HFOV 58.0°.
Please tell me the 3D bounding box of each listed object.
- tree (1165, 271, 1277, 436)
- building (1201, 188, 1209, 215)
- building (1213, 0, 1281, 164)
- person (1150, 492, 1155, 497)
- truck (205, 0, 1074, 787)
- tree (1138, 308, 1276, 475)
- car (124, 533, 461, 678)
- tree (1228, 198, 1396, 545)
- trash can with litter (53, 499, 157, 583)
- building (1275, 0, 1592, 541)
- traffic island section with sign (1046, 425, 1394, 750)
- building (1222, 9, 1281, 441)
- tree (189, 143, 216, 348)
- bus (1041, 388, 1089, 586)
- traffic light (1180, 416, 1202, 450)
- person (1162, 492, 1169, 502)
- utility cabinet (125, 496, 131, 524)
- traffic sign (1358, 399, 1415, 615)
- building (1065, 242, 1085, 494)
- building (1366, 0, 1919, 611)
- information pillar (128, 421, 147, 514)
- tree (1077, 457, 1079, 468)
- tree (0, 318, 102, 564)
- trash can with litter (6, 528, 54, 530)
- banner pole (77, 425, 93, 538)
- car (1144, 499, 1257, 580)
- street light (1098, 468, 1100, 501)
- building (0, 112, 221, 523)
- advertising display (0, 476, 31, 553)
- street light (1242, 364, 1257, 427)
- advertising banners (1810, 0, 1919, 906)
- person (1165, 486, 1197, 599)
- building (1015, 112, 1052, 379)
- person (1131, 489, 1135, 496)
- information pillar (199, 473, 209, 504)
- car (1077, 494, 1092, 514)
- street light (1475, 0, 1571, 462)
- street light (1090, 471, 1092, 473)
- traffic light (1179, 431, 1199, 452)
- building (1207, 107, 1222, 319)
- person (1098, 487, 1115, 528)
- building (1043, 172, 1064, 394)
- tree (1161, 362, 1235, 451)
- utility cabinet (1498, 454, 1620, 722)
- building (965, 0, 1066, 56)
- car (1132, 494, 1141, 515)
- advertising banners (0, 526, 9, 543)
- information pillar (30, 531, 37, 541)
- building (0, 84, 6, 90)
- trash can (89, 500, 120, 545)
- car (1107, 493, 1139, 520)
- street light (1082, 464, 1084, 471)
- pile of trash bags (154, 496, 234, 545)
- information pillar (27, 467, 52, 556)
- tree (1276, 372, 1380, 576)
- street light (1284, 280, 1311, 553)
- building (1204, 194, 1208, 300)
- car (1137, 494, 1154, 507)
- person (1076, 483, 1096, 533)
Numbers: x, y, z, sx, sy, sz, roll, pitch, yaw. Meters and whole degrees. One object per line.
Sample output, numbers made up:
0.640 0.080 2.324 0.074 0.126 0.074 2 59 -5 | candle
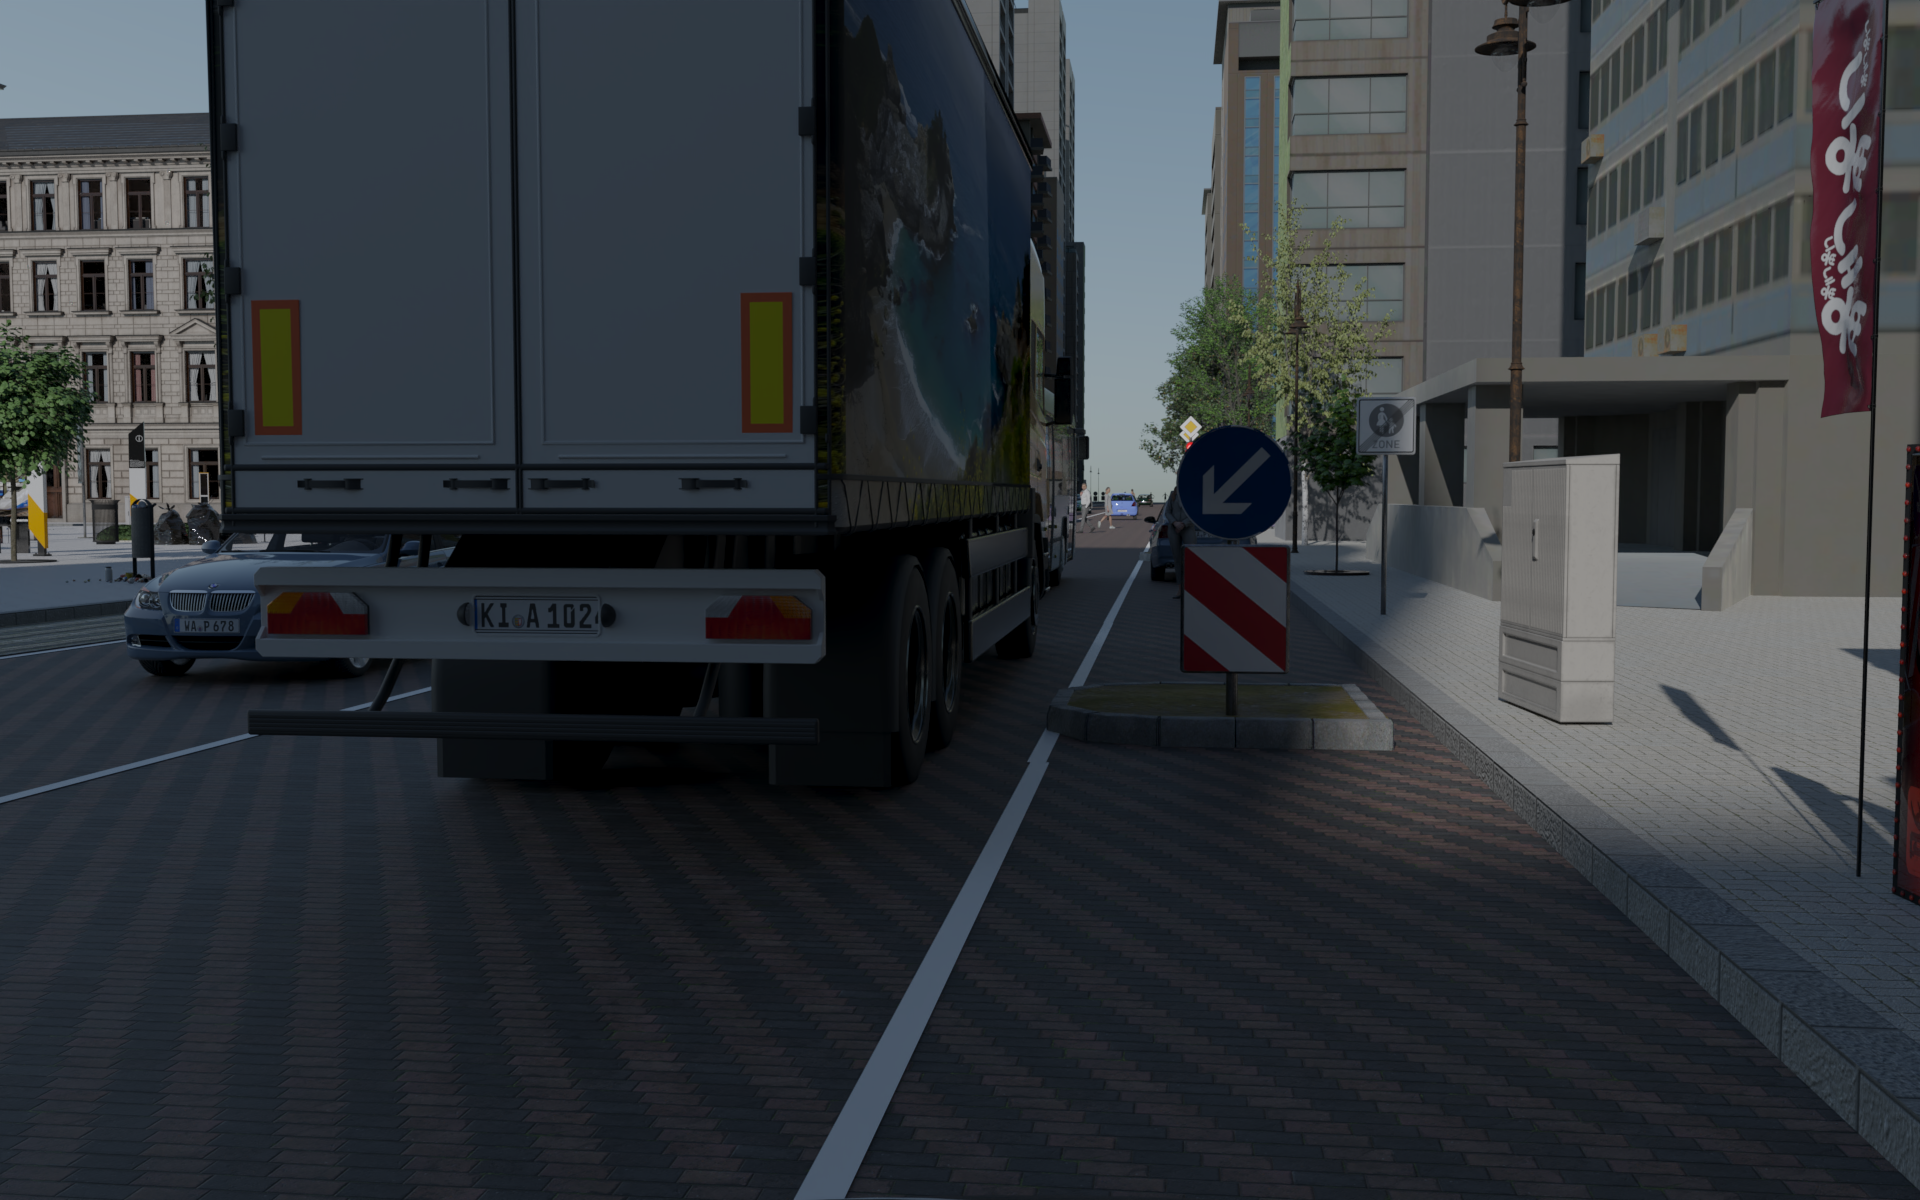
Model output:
13.376 -9.556 82.001 9.928 11.665 9.643 0 3 0 | tree
54.465 -42.658 286.691 28.713 52.752 27.495 0 4 7 | building
41.108 -36.220 181.430 28.713 52.752 27.495 0 4 7 | building
29.684 -15.893 269.062 1.217 1.735 0.721 0 4 -6 | person
-0.925 -1.407 11.922 2.839 4.237 11.283 0 4 7 | truck
16.164 -11.610 106.825 9.611 12.733 9.660 0 3 0 | tree
-5.384 -0.191 15.124 2.014 1.417 4.499 0 4 6 | car
8.630 -5.662 42.941 4.737 8.622 4.395 0 3 0 | tree
-11.796 -0.866 25.219 2.233 1.210 1.678 3 4 36 | trash can with litter
16.763 -22.553 52.340 14.154 41.232 14.086 0 4 7 | building
1.564 -0.129 10.733 1.989 1.847 2.006 0 4 7 | traffic island section with sign
31.668 -31.300 161.859 14.600 45.320 14.200 0 4 7 | building
-10.793 -4.873 30.041 4.737 8.622 4.395 0 3 0 | tree
-0.013 -1.807 24.401 2.948 3.499 13.247 0 4 8 | bus
8.276 -4.490 62.326 0.839 4.253 0.868 0 4 7 | traffic light
35.978 -17.984 303.317 1.217 1.735 0.721 2 4 27 | person
-31.212 -3.308 65.246 0.306 1.237 1.020 -2 4 -35 | utility cabinet
4.500 -0.992 18.350 0.606 2.300 0.079 1 4 9 | traffic sign
12.359 -36.098 273.796 14.154 41.232 14.086 0 4 7 | building
23.209 -20.336 24.376 32.217 40.220 23.993 0 4 7 | building
-26.475 -3.941 55.790 0.504 3.616 0.183 -1 4 -13 | information pillar
12.839 -16.265 216.300 4.360 8.622 3.978 0 3 0 | tree
-17.786 -2.974 32.342 4.285 4.588 4.351 0 3 0 | tree
-33.639 -3.164 62.788 1.678 1.210 2.233 -1 4 -18 | trash can with litter
-25.411 -3.673 50.078 0.401 3.779 0.863 -1 4 -14 | banner pole
4.176 -1.095 29.909 2.014 1.417 4.499 0 4 7 | car
24.259 -20.211 303.241 0.468 5.910 1.993 0 4 7 | street light
-40.464 -13.309 82.223 19.286 19.102 10.561 0 4 7 | building
-20.353 -1.973 37.471 0.974 1.923 0.123 0 4 -8 | advertising display
10.286 -5.439 61.711 0.468 5.910 1.993 0 4 7 | street light
2.999 -0.551 5.199 0.090 3.025 2.074 0 4 2 | advertising banners
3.044 -0.908 23.624 0.520 1.790 0.573 1 4 10 | person
-1.146 -33.138 196.427 22.147 44.769 28.867 0 4 7 | building
12.585 -7.211 126.491 0.616 1.811 0.778 2 4 24 | person
-25.980 -3.367 59.549 0.304 2.012 0.304 -2 4 -24 | information pillar
8.477 -6.924 125.000 2.131 1.459 4.920 1 4 9 | car
4.234 -2.468 13.135 0.468 5.910 1.993 0 4 7 | street light
21.080 -18.734 279.095 0.468 5.910 1.993 0 4 7 | street light
9.262 -4.974 70.250 0.839 4.253 0.868 0 4 7 | traffic light
40.769 -35.632 206.291 21.300 48.544 21.600 0 4 7 | building
6.134 -3.852 72.226 0.760 1.731 0.466 -2 4 -26 | person
6.890 -36.009 238.850 14.600 45.320 14.200 0 4 7 | building
18.160 -12.671 125.301 7.486 12.596 7.792 0 3 0 | tree
3.467 -0.088 10.120 0.318 1.500 1.173 0 4 1 | utility cabinet
7.237 -49.986 255.524 20.563 71.187 20.611 0 4 7 | building
11.249 -6.594 117.593 2.009 1.686 4.222 0 4 6 | car
-25.014 -2.974 44.811 0.090 3.025 2.074 1 4 8 | advertising banners
-25.526 -2.641 47.673 0.304 2.012 0.304 1 4 15 | information pillar
-62.647 -17.642 85.711 25.104 27.353 12.463 0 4 7 | building
-21.804 -1.990 44.186 0.748 1.137 0.748 0 3 0 | trash can
9.026 -5.316 96.512 1.945 1.707 3.694 0 4 5 | car
18.119 -17.252 254.852 0.468 5.910 1.993 0 4 7 | street light
-19.034 -2.151 44.923 1.912 1.369 3.447 2 4 27 | pile of trash bags
-19.014 -2.711 35.671 0.504 3.616 0.183 2 4 25 | information pillar
6.063 -2.008 27.434 1.663 3.219 1.824 0 3 0 | tree
7.290 -3.960 37.541 0.468 5.910 1.993 0 4 7 | street light
47.912 -39.075 262.572 21.300 48.544 21.600 0 4 7 | building
20.729 -11.282 194.240 2.009 1.686 4.222 1 4 9 | car
4.595 -3.360 63.535 0.850 1.850 0.679 -1 4 -22 | person
